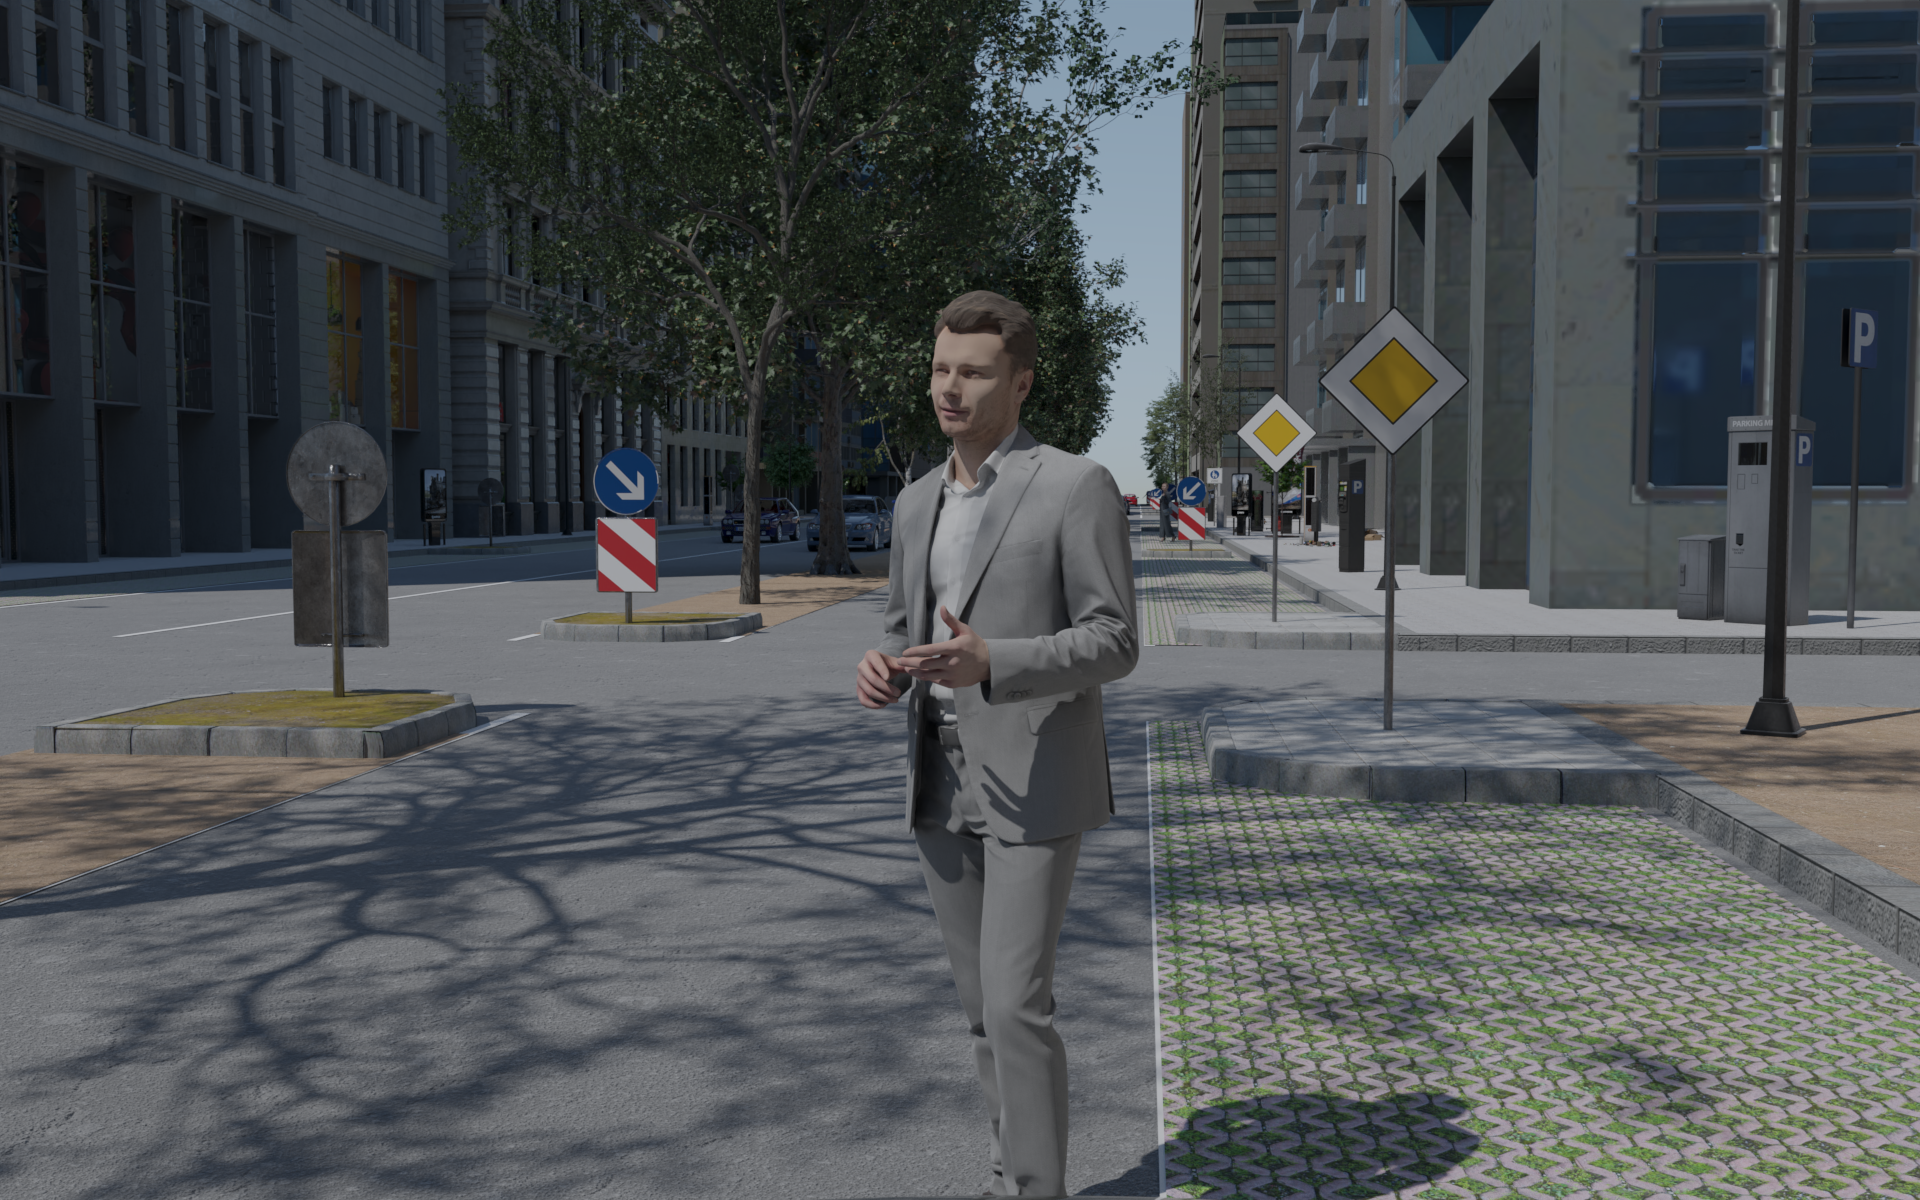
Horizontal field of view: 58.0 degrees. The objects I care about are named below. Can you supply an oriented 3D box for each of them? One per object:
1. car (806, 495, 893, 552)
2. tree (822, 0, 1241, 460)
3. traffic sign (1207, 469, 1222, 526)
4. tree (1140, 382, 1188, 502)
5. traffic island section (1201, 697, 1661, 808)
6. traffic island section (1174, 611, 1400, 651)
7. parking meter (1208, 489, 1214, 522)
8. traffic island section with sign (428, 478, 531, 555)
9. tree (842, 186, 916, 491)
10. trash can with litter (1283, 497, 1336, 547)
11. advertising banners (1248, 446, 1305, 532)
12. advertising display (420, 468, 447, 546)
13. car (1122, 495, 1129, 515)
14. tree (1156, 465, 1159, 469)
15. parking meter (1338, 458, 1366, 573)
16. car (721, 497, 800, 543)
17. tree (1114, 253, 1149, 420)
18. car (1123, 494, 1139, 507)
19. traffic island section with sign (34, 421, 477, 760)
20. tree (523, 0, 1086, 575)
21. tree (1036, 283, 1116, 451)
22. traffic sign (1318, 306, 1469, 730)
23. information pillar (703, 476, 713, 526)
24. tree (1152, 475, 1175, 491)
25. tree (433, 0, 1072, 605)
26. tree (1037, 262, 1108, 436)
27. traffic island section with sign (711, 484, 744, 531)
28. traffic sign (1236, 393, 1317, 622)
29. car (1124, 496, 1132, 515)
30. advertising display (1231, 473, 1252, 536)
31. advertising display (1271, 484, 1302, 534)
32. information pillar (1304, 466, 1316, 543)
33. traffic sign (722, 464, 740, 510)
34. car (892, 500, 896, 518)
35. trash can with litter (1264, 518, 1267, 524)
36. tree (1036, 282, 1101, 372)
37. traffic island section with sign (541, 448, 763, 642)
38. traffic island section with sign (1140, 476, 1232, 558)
[{"bbox_3d":[-2.764,-1.998,44.663,2.014,1.417,4.499,0,4,6],"label":"car"},{"bbox_3d":[0.937,-11.588,47.818,12.611,20.169,13.585,0,3,0],"label":"tree"},{"bbox_3d":[10.166,-4.100,69.169,0.606,2.300,0.079,1,4,9],"label":"traffic sign"},{"bbox_3d":[21.635,-15.732,175.338,7.486,12.596,7.792,0,3,0],"label":"tree"},{"bbox_3d":[2.352,0.785,9.443,2.009,0.180,2.903,0,4,6],"label":"traffic island section"},{"bbox_3d":[3.176,0.299,17.386,2.009,0.180,2.903,0,4,6],"label":"traffic island section"},{"bbox_3d":[11.663,-4.392,80.225,0.372,1.533,0.369,0,3,0],"label":"parking meter"},{"bbox_3d":[-11.410,-2.009,41.479,1.989,1.847,2.006,0,4,6],"label":"traffic island section with sign"},{"bbox_3d":[-1.226,-5.307,39.589,4.737,8.622,4.395,0,3,0],"label":"tree"},{"bbox_3d":[8.774,-1.951,42.964,1.678,1.210,2.233,0,4,5],"label":"trash can with litter"},{"bbox_3d":[10.811,-3.844,59.043,2.074,3.025,0.090,-1,4,-14],"label":"advertising banners"},{"bbox_3d":[-13.092,-2.317,43.096,0.123,1.923,0.974,1,4,17],"label":"advertising display"},{"bbox_3d":[10.342,-6.381,116.334,2.014,1.417,4.499,0,4,7],"label":"car"},{"bbox_3d":[28.294,-17.608,238.246,4.360,8.622,3.978,0,3,0],"label":"tree"},{"bbox_3d":[6.417,-1.386,28.375,0.399,1.863,0.255,-2,4,-25],"label":"parking meter"},{"bbox_3d":[-5.964,-2.408,51.945,1.945,1.354,3.894,0,4,7],"label":"car"},{"bbox_3d":[1.731,-8.607,60.196,9.611,12.733,9.660,0,3,0],"label":"tree"},{"bbox_3d":[19.085,-11.369,194.925,2.155,1.783,4.494,0,4,5],"label":"car"},{"bbox_3d":[-3.993,-0.135,10.339,2.006,1.907,1.989,0,4,6],"label":"traffic island section with sign"},{"bbox_3d":[-2.276,-6.783,30.373,9.611,12.733,9.660,0,3,0],"label":"tree"},{"bbox_3d":[3.747,-10.955,88.226,9.857,13.997,8.962,0,3,0],"label":"tree"},{"bbox_3d":[2.328,-0.350,9.369,0.795,2.450,0.064,0,4,6],"label":"traffic sign"},{"bbox_3d":[-10.239,-4.027,70.339,0.304,2.012,0.304,1,4,13],"label":"information pillar"},{"bbox_3d":[29.010,-16.076,246.554,4.285,4.588,4.351,0,3,0],"label":"tree"},{"bbox_3d":[-2.778,-5.192,21.753,8.767,10.594,7.601,0,4,6],"label":"tree"},{"bbox_3d":[2.879,-9.723,79.557,7.486,12.596,7.792,0,3,0],"label":"tree"},{"bbox_3d":[-8.628,-3.649,68.291,1.989,1.847,2.006,0,4,6],"label":"traffic island section with sign"},{"bbox_3d":[3.152,-0.836,17.311,0.795,2.450,0.064,0,4,6],"label":"traffic sign"},{"bbox_3d":[10.989,-6.615,120.731,1.945,1.354,3.894,0,4,5],"label":"car"},{"bbox_3d":[8.665,-2.940,53.291,0.123,1.923,0.974,-2,4,-24],"label":"advertising display"},{"bbox_3d":[10.482,-3.081,55.582,0.974,1.923,0.123,1,4,14],"label":"advertising display"},{"bbox_3d":[9.227,-2.519,45.671,0.304,2.012,0.304,1,4,9],"label":"information pillar"},{"bbox_3d":[-9.752,-4.503,73.725,0.768,2.556,0.104,1,4,10],"label":"traffic sign"},{"bbox_3d":[-2.583,-5.007,91.448,1.945,1.707,3.694,0,4,5],"label":"car"},{"bbox_3d":[12.692,-3.826,73.944,0.624,1.170,1.055,-2,4,-32],"label":"trash can with litter"},{"bbox_3d":[2.322,-8.693,70.343,9.928,11.665,9.643,0,3,0],"label":"tree"},{"bbox_3d":[-3.219,-0.585,17.706,2.006,1.907,1.989,0,4,6],"label":"traffic island section with sign"},{"bbox_3d":[5.146,-1.887,39.488,1.989,1.847,2.006,0,4,6],"label":"traffic island section with sign"}]
